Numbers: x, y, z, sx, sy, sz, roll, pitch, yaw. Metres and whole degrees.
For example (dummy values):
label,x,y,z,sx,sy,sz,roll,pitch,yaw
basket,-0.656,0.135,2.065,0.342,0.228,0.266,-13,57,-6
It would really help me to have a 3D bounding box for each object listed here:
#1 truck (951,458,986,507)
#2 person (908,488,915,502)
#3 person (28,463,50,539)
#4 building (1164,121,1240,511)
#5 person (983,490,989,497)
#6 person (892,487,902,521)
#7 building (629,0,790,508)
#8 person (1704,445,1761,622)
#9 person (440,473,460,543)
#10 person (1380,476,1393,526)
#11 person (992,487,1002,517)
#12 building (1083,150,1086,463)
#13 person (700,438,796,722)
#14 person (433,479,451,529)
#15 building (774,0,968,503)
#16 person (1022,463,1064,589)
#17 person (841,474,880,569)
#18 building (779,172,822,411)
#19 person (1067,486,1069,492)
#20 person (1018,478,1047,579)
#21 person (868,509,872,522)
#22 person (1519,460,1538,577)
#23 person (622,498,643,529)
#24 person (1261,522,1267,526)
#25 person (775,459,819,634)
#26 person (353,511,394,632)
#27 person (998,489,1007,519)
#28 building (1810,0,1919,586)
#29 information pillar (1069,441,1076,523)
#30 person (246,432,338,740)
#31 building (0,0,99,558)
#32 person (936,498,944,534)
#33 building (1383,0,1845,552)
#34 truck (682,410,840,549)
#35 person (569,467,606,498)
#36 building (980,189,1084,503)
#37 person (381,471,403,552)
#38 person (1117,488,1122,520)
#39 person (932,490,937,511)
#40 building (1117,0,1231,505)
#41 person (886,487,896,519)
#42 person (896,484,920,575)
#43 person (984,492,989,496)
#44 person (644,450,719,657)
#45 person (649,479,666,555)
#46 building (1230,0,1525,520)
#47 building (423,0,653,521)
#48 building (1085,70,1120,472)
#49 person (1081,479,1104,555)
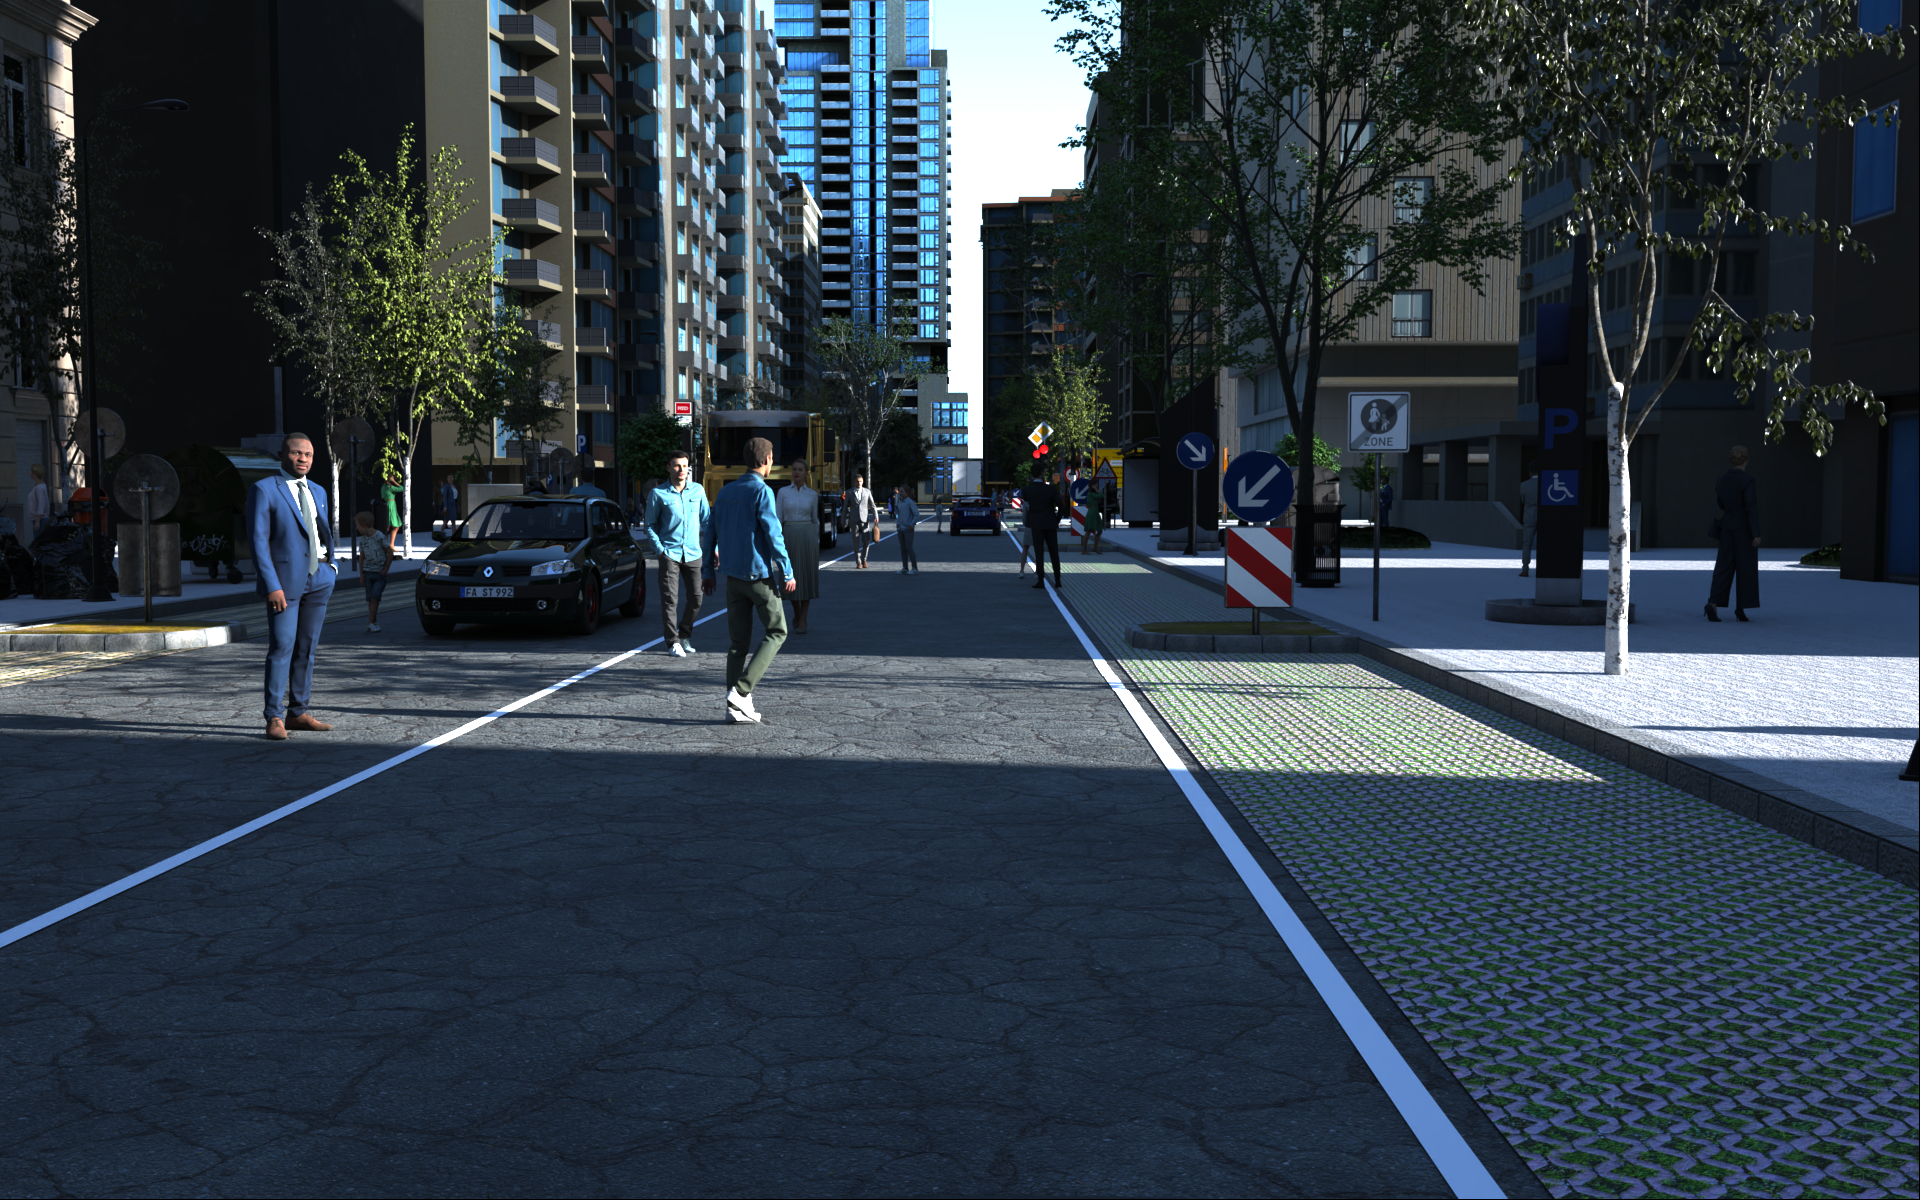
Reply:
label,x,y,z,sx,sy,sz,roll,pitch,yaw
truck,0.639,-9.263,140.357,2.839,4.237,11.283,0,4,1
person,-3.270,-6.615,116.631,0.573,1.828,0.580,3,5,43
person,-13.702,-1.183,26.063,0.598,1.740,0.731,-3,4,-36
building,23.029,-22.359,137.272,14.160,30.474,14.107,0,4,1
person,2.770,-10.948,187.466,1.348,1.831,0.705,-3,4,-38
person,-3.158,-4.825,87.740,0.623,1.781,0.721,1,4,13
building,-28.232,-33.350,164.877,23.786,49.044,30.456,0,4,1
person,7.781,-0.666,17.360,0.534,1.772,0.576,-3,5,-44
person,-13.270,-2.382,45.015,0.654,1.822,0.581,3,4,36
person,12.406,-2.717,50.644,0.419,1.800,0.721,-1,4,-16
person,2.062,-5.716,101.812,0.748,1.841,0.638,1,4,17
building,22.206,-34.187,209.076,14.600,45.320,14.200,0,4,1
person,-1.338,-0.121,10.823,0.601,1.785,0.444,3,5,44
person,-19.167,-3.534,63.728,0.836,1.842,0.656,0,4,5
building,-14.304,-57.332,250.043,31.000,86.520,22.319,0,4,1
person,1.258,-1.133,26.393,0.648,1.900,0.474,0,4,-6
person,-1.915,-1.510,33.312,0.709,1.813,0.853,-1,4,-14
building,-28.691,-31.206,202.094,23.993,40.220,32.217,0,4,1
person,7.082,-6.636,114.788,0.529,1.795,0.600,0,4,-8
person,1.263,-1.215,29.376,0.512,1.701,0.522,0,4,-7
person,-4.723,-4.453,86.805,0.738,1.151,1.012,-2,4,-27
person,8.959,-1.266,26.916,0.511,1.800,0.466,1,4,11
person,-11.906,-3.150,63.050,1.012,1.151,0.738,0,4,6
person,6.484,-1.906,37.092,0.514,1.842,0.818,2,4,32
person,-1.686,-0.567,17.999,0.478,1.798,0.641,0,4,3
person,-6.104,-0.297,18.043,0.352,1.250,0.332,-3,5,-42
person,2.337,-5.393,97.508,0.643,1.720,0.563,3,5,43
building,19.797,-22.506,18.090,14.600,45.320,14.200,0,4,1
information pillar,5.008,-5.221,76.726,0.183,3.616,0.504,-1,4,-15
person,-4.021,-0.106,10.415,0.419,1.800,0.721,1,4,19
building,-24.138,-13.850,23.716,12.463,27.353,25.104,0,4,1
person,-0.721,-3.064,62.873,0.394,1.301,0.425,-3,5,-41
building,28.937,-21.608,45.179,32.217,40.220,23.993,0,4,1
truck,-4.568,-2.872,42.878,3.469,3.379,9.791,0,4,0
person,-5.434,-1.016,25.128,0.660,1.820,0.620,-2,4,-24
building,15.723,-36.483,251.113,28.867,44.769,22.147,0,4,1
person,-12.467,-1.925,37.771,0.600,1.795,0.529,3,5,44
person,8.205,-4.930,86.848,0.606,1.804,0.583,-1,4,-21
person,-2.202,-8.485,147.506,0.520,1.790,0.573,3,5,44
building,24.427,-44.714,169.323,20.563,71.187,20.611,0,4,1
person,-3.852,-5.667,100.936,0.659,1.850,0.755,3,5,44
person,-0.972,-1.264,30.977,0.330,1.601,0.589,-2,4,-31
person,3.124,-12.731,216.613,1.348,1.831,0.705,1,4,19
person,-2.508,-0.427,15.503,0.660,1.820,0.620,-2,4,-34
person,-7.032,-1.934,40.464,0.374,1.781,0.599,-2,4,-26
building,29.853,-30.990,95.931,27.495,52.752,28.713,0,4,1
building,-29.475,-26.966,95.515,22.147,44.769,28.867,0,4,1
building,25.105,-34.702,191.073,21.300,48.544,21.600,0,4,1
person,3.114,-1.958,40.760,0.529,1.795,0.600,0,4,-3
